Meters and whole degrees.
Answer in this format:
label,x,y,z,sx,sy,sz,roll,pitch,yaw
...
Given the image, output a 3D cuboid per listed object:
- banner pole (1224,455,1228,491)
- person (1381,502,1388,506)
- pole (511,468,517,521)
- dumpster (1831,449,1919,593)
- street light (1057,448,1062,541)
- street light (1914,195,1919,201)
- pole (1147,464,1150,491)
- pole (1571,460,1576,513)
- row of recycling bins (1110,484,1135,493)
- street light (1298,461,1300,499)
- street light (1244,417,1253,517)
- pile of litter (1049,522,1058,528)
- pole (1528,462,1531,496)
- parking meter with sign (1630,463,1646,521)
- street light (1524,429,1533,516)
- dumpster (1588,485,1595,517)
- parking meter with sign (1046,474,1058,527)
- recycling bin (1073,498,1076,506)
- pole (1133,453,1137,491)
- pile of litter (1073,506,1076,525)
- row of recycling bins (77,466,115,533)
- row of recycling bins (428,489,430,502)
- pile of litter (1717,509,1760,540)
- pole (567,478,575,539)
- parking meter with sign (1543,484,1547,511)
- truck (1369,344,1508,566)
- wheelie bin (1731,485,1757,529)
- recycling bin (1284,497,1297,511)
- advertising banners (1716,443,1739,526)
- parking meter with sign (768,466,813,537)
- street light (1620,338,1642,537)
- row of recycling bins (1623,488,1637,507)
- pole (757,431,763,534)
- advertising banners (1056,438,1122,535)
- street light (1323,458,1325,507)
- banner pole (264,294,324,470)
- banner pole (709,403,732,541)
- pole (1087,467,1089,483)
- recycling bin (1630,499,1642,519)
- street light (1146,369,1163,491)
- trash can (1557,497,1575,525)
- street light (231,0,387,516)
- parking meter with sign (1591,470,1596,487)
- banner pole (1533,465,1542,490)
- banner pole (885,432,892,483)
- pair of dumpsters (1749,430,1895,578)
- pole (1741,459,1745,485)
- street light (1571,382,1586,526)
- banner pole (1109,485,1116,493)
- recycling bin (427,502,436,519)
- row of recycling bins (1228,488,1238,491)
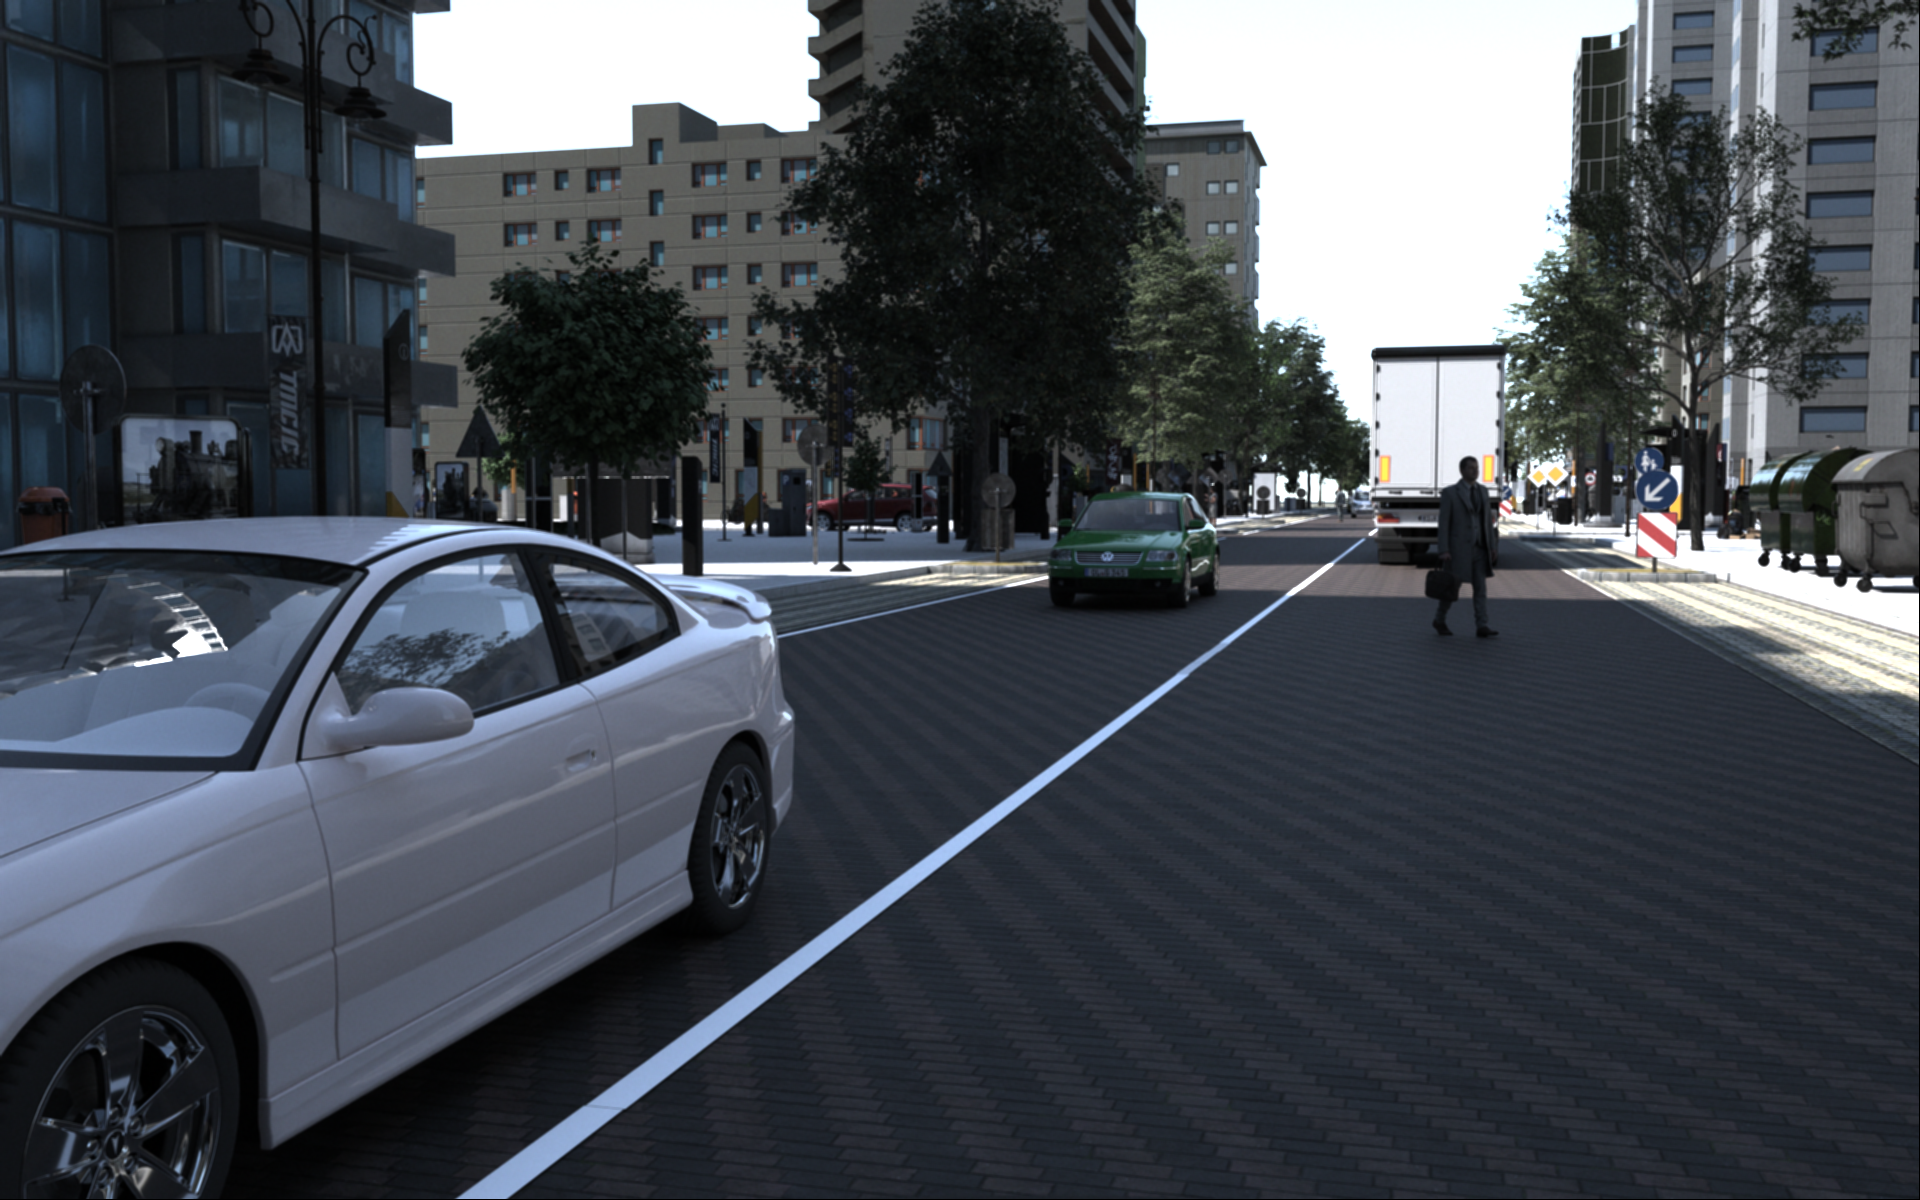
label,x,y,z,sx,sy,sz,roll,pitch,yaw
banner pole,17.114,-7.443,111.715,0.401,3.779,0.863,3,4,37
person,32.176,-7.482,130.842,0.660,1.820,0.620,-2,4,-26
pole,-18.462,-4.759,71.651,0.158,3.312,0.155,0,3,0
dumpster,12.436,-1.054,22.999,1.264,1.857,1.865,1,4,15
street light,2.701,-4.527,46.809,0.468,5.910,1.993,1,4,15
street light,11.441,-2.890,20.047,0.468,5.910,1.993,1,4,15
pole,12.598,-7.463,115.866,0.158,3.312,0.155,0,3,0
pole,37.183,-6.797,104.966,0.158,3.312,0.155,0,3,0
row of recycling bins,6.636,-3.874,70.445,1.069,1.692,3.534,0,4,3
street light,27.062,-10.113,138.136,0.468,5.910,1.993,1,4,15
street light,15.949,-7.544,96.131,0.468,5.910,1.993,1,4,15
pile of litter,2.901,-3.117,64.933,1.719,0.858,1.176,1,4,15
pole,35.817,-7.048,109.073,0.158,3.312,0.155,0,3,0
parking meter with sign,33.273,-5.335,83.489,1.738,3.016,0.543,1,4,19
street light,32.940,-7.807,100.430,0.468,5.910,1.993,1,4,15
dumpster,35.886,-5.581,97.006,1.264,1.857,1.865,1,4,15
parking meter with sign,3.461,-4.313,66.771,1.738,3.016,0.543,1,4,12
recycling bin,7.101,-6.034,111.209,0.722,1.027,0.722,0,4,-1
pole,8.709,-5.655,86.306,0.158,3.312,0.155,0,3,0
pile of litter,4.689,-3.648,73.606,1.176,0.858,1.719,0,4,4
row of recycling bins,-12.767,-1.203,26.787,1.069,1.692,3.534,-1,4,-13
row of recycling bins,-43.178,-8.404,144.525,1.069,1.692,3.534,3,4,39
pile of litter,22.298,-2.158,49.256,1.719,0.858,1.176,-1,4,-12
pole,-10.961,-3.356,48.715,0.158,3.312,0.155,0,3,0
parking meter with sign,44.302,-8.289,131.790,1.738,3.016,0.543,2,4,25
truck,10.609,-3.005,38.053,2.839,4.237,11.283,1,4,17
wheelie bin,28.556,-3.362,62.878,0.980,1.594,0.693,0,4,-3
recycling bin,25.782,-7.501,135.195,0.722,1.027,0.722,3,5,43
advertising banners,26.282,-3.863,59.344,0.090,3.025,2.074,0,4,4
parking meter with sign,-5.062,-3.443,52.547,0.543,3.016,1.738,3,5,41
street light,19.870,-4.807,51.380,0.468,5.910,1.993,1,4,15
row of recycling bins,43.007,-6.362,111.135,1.069,1.692,3.534,2,4,23
pole,-6.450,-3.788,55.775,0.158,3.312,0.155,0,3,0
advertising banners,4.034,-3.549,54.207,2.074,3.025,0.090,0,4,3
street light,35.894,-12.112,170.813,0.468,5.910,1.993,1,4,15
banner pole,-8.161,-1.926,21.511,0.863,3.779,0.401,-3,5,-40
banner pole,-6.604,-3.510,47.413,0.401,3.779,0.863,2,4,30
pole,8.678,-7.565,117.537,0.158,3.312,0.155,0,3,0
recycling bin,34.499,-4.629,88.241,0.722,1.027,0.722,0,4,5
street light,7.177,-5.571,63.876,0.468,5.910,1.993,1,4,15
trash can,25.194,-3.699,72.125,0.748,1.137,0.748,0,3,0
street light,-5.743,-2.611,15.479,0.468,5.910,1.993,1,4,15
parking meter with sign,45.476,-7.836,124.374,0.543,3.016,1.738,3,4,36
banner pole,43.041,-8.497,128.944,0.863,3.779,0.401,3,5,42
banner pole,-2.799,-4.791,68.351,0.401,3.779,0.863,1,4,19
pair of dumpsters,14.184,-1.586,28.426,1.574,2.255,4.437,1,4,15
pole,44.917,-6.458,99.434,0.158,3.312,0.155,0,3,0
street light,24.396,-5.850,68.433,0.468,5.910,1.993,1,4,15
banner pole,10.698,-8.050,121.640,0.863,3.779,0.401,1,4,17
recycling bin,-16.529,-2.596,55.001,0.722,1.027,0.722,-2,4,-33
row of recycling bins,18.605,-7.020,121.889,1.069,1.692,3.534,-1,4,-17
